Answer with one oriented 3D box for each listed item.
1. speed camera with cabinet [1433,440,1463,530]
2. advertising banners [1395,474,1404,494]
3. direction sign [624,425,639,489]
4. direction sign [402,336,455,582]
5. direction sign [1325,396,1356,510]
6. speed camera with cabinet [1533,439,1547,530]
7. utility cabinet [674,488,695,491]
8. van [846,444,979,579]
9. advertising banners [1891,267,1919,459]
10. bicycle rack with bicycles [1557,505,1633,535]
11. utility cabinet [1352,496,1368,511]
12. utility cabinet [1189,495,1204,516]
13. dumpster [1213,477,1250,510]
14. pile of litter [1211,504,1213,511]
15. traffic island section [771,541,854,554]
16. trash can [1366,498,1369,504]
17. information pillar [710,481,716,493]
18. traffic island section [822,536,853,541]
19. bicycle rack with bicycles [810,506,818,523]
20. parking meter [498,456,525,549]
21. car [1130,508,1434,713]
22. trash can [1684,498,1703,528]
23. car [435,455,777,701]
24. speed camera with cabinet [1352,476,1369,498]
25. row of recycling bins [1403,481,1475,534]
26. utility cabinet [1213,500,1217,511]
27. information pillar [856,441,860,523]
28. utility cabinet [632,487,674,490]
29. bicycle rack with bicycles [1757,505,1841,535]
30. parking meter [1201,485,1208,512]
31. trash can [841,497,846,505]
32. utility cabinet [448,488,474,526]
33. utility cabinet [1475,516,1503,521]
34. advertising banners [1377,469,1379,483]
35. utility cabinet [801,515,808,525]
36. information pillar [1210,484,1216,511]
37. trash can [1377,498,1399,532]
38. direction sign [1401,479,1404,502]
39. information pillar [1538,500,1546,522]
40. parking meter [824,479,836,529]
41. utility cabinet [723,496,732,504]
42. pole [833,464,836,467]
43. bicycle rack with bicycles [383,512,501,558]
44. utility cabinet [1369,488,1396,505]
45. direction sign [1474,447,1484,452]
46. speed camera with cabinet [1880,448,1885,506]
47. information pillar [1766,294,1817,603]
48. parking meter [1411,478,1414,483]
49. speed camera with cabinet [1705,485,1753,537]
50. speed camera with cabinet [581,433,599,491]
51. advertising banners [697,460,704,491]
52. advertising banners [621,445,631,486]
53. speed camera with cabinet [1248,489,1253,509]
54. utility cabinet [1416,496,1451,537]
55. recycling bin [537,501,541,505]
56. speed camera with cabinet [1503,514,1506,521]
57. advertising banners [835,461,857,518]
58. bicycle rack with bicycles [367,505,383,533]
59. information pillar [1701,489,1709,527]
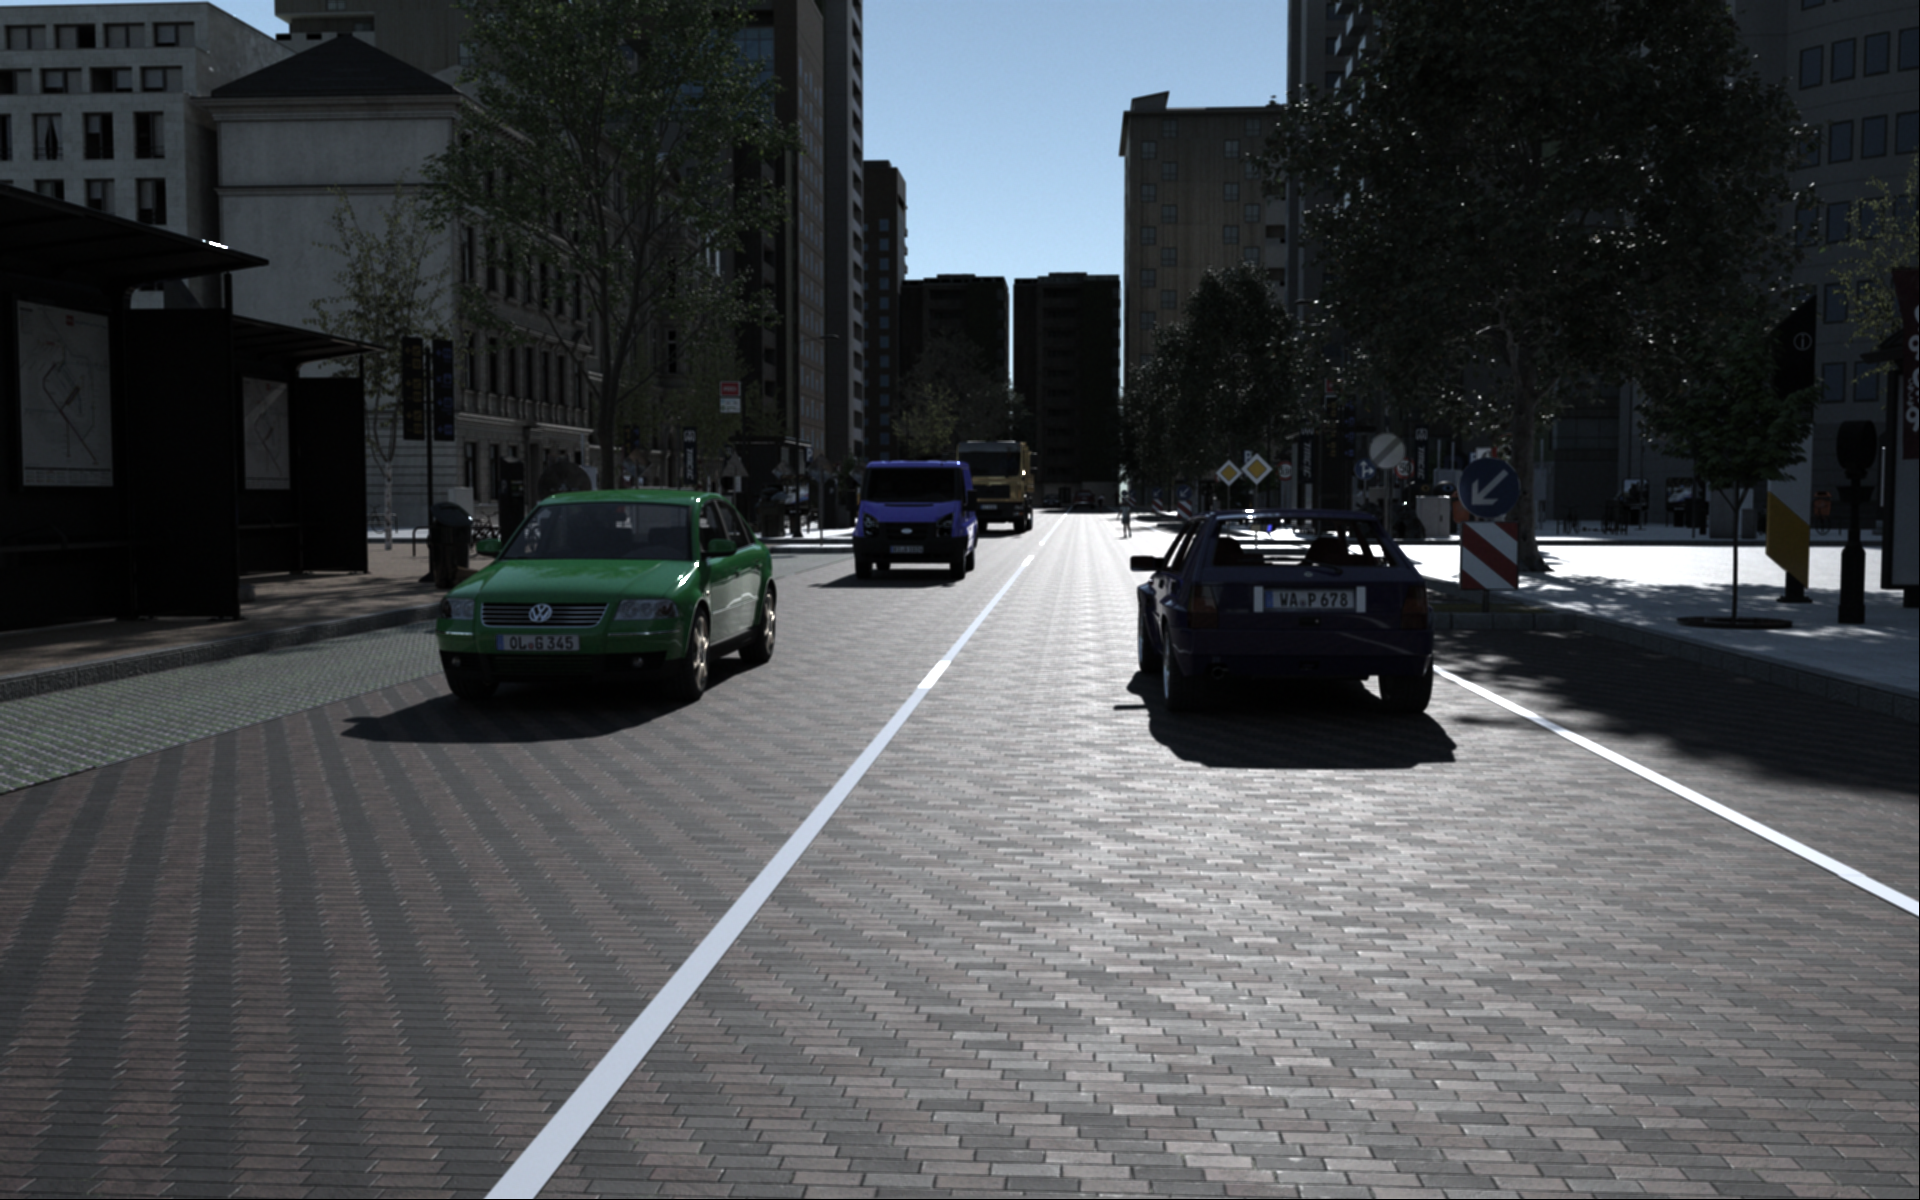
[{"bbox_3d":[17.606,-4.158,62.319,0.660,3.252,2.038,0,4,-1],"label":"speed camera with cabinet"},{"bbox_3d":[21.250,-5.273,82.409,2.074,3.025,0.090,-3,4,-39],"label":"advertising banners"},{"bbox_3d":[-10.764,-3.968,56.868,0.379,3.537,0.876,1,4,22],"label":"direction sign"},{"bbox_3d":[-7.745,-2.037,25.299,0.379,3.537,0.876,2,4,35],"label":"direction sign"},{"bbox_3d":[8.849,-2.955,40.313,0.379,3.537,0.876,-3,4,-37],"label":"direction sign"},{"bbox_3d":[20.817,-4.207,63.128,0.660,3.252,2.038,0,4,4],"label":"speed camera with cabinet"},{"bbox_3d":[-10.256,-3.333,63.178,1.173,1.500,0.318,2,4,25],"label":"utility cabinet"},{"bbox_3d":[-0.742,-1.635,31.124,2.240,2.365,5.245,0,4,3],"label":"van"},{"bbox_3d":[8.219,-1.049,13.343,2.074,3.025,0.090,0,4,7],"label":"advertising banners"},{"bbox_3d":[20.377,-2.580,55.565,2.852,0.926,2.925,2,4,27],"label":"bicycle rack with bicycles"},{"bbox_3d":[15.124,-3.340,65.776,0.306,1.237,1.020,-1,4,-14],"label":"utility cabinet"},{"bbox_3d":[13.867,-5.517,101.366,0.306,1.237,1.020,-2,4,-35],"label":"utility cabinet"},{"bbox_3d":[11.443,-4.296,72.739,1.502,2.255,1.985,0,4,4],"label":"dumpster"},{"bbox_3d":[15.042,-5.470,103.395,1.176,0.858,1.719,0,4,5],"label":"pile of litter"},{"bbox_3d":[-3.449,-1.258,42.856,2.009,0.180,2.903,0,4,4],"label":"traffic island section"},{"bbox_3d":[14.970,-3.120,62.665,0.748,1.137,0.748,0,3,0],"label":"trash can"},{"bbox_3d":[-13.705,-5.599,96.028,0.304,2.012,0.304,-2,4,-28],"label":"information pillar"},{"bbox_3d":[-2.888,-1.746,50.821,2.009,0.180,2.903,0,4,4],"label":"traffic island section"},{"bbox_3d":[-6.371,-3.814,75.736,2.925,0.926,2.852,0,4,-6],"label":"bicycle rack with bicycles"},{"bbox_3d":[-6.914,-1.288,26.769,0.255,1.863,0.399,-3,5,-39],"label":"parking meter"},{"bbox_3d":[2.256,-0.008,12.718,1.945,1.354,3.894,0,4,2],"label":"car"},{"bbox_3d":[27.788,-3.300,65.600,0.748,1.137,0.748,0,3,0],"label":"trash can"},{"bbox_3d":[-2.583,-0.286,13.469,1.959,1.807,4.718,0,4,3],"label":"car"},{"bbox_3d":[20.785,-5.798,89.139,2.038,3.252,0.660,0,4,6],"label":"speed camera with cabinet"},{"bbox_3d":[16.186,-3.006,56.266,3.534,1.692,1.069,0,4,2],"label":"row of recycling bins"},{"bbox_3d":[14.958,-5.360,98.794,1.020,1.237,0.306,-1,4,-9],"label":"utility cabinet"},{"bbox_3d":[-4.475,-5.195,76.288,0.183,3.616,0.504,0,4,-6],"label":"information pillar"},{"bbox_3d":[-9.226,-2.639,51.824,1.173,1.500,0.318,-3,5,-44],"label":"utility cabinet"},{"bbox_3d":[26.187,-2.524,54.643,2.925,0.926,2.852,-2,4,-29],"label":"bicycle rack with bicycles"},{"bbox_3d":[16.558,-6.819,117.205,0.399,1.863,0.255,-1,4,-14],"label":"parking meter"},{"bbox_3d":[-5.838,-4.763,89.530,0.748,1.137,0.748,0,3,0],"label":"trash can"},{"bbox_3d":[-17.517,-3.185,60.761,0.318,1.500,1.173,1,4,15],"label":"utility cabinet"},{"bbox_3d":[15.349,-2.498,49.518,1.173,1.500,0.318,3,4,37],"label":"utility cabinet"},{"bbox_3d":[28.619,-7.548,119.593,0.090,3.025,2.074,0,4,-3],"label":"advertising banners"},{"bbox_3d":[-6.726,-3.785,70.565,1.173,1.500,0.318,-3,5,-43],"label":"utility cabinet"},{"bbox_3d":[18.144,-7.326,124.265,0.304,2.012,0.304,-3,5,-42],"label":"information pillar"},{"bbox_3d":[13.847,-2.714,56.035,0.748,1.137,0.748,0,3,0],"label":"trash can"},{"bbox_3d":[25.332,-6.559,99.229,0.379,3.537,0.876,0,4,4],"label":"direction sign"},{"bbox_3d":[26.889,-4.626,80.128,0.304,2.012,0.304,0,4,-6],"label":"information pillar"},{"bbox_3d":[-4.760,-3.525,63.351,0.399,1.863,0.255,-3,5,-44],"label":"parking meter"},{"bbox_3d":[-8.195,-2.941,59.245,0.306,1.237,1.020,2,4,27],"label":"utility cabinet"},{"bbox_3d":[-8.551,-7.580,117.774,0.158,3.312,0.155,0,3,0],"label":"pole"},{"bbox_3d":[-9.786,-1.357,35.566,2.925,0.926,2.852,-3,5,-41],"label":"bicycle rack with bicycles"},{"bbox_3d":[14.310,-3.061,58.723,0.318,1.500,1.173,-1,4,-19],"label":"utility cabinet"},{"bbox_3d":[25.095,-5.619,83.872,0.379,3.537,0.876,-1,4,-11],"label":"direction sign"},{"bbox_3d":[18.212,-2.313,32.161,2.038,3.252,0.660,0,4,-8],"label":"speed camera with cabinet"},{"bbox_3d":[9.794,-1.776,20.396,0.504,3.616,0.183,0,4,3],"label":"information pillar"},{"bbox_3d":[16.626,-3.511,63.109,0.255,1.863,0.399,-2,4,-34],"label":"parking meter"},{"bbox_3d":[23.505,-3.582,52.897,0.660,3.252,2.038,0,4,-1],"label":"speed camera with cabinet"},{"bbox_3d":[-11.985,-3.760,55.814,0.660,3.252,2.038,-1,4,-10],"label":"speed camera with cabinet"},{"bbox_3d":[-13.865,-5.673,88.947,2.074,3.025,0.090,2,4,35],"label":"advertising banners"},{"bbox_3d":[-12.558,-4.022,61.950,2.074,3.025,0.090,1,4,18],"label":"advertising banners"},{"bbox_3d":[16.985,-6.540,101.270,0.660,3.252,2.038,2,4,34],"label":"speed camera with cabinet"},{"bbox_3d":[14.183,-2.492,51.912,1.020,1.237,0.306,-1,4,-18],"label":"utility cabinet"},{"bbox_3d":[-14.311,-2.942,60.662,0.722,1.027,0.722,3,4,38],"label":"recycling bin"},{"bbox_3d":[19.045,-4.086,61.137,2.038,3.252,0.660,-2,4,-32],"label":"speed camera with cabinet"},{"bbox_3d":[-6.095,-5.967,93.747,0.090,3.025,2.074,2,4,35],"label":"advertising banners"},{"bbox_3d":[-19.903,-2.636,56.481,2.852,0.926,2.925,2,4,30],"label":"bicycle rack with bicycles"},{"bbox_3d":[29.015,-3.842,67.310,0.304,2.012,0.304,0,4,5],"label":"information pillar"}]
